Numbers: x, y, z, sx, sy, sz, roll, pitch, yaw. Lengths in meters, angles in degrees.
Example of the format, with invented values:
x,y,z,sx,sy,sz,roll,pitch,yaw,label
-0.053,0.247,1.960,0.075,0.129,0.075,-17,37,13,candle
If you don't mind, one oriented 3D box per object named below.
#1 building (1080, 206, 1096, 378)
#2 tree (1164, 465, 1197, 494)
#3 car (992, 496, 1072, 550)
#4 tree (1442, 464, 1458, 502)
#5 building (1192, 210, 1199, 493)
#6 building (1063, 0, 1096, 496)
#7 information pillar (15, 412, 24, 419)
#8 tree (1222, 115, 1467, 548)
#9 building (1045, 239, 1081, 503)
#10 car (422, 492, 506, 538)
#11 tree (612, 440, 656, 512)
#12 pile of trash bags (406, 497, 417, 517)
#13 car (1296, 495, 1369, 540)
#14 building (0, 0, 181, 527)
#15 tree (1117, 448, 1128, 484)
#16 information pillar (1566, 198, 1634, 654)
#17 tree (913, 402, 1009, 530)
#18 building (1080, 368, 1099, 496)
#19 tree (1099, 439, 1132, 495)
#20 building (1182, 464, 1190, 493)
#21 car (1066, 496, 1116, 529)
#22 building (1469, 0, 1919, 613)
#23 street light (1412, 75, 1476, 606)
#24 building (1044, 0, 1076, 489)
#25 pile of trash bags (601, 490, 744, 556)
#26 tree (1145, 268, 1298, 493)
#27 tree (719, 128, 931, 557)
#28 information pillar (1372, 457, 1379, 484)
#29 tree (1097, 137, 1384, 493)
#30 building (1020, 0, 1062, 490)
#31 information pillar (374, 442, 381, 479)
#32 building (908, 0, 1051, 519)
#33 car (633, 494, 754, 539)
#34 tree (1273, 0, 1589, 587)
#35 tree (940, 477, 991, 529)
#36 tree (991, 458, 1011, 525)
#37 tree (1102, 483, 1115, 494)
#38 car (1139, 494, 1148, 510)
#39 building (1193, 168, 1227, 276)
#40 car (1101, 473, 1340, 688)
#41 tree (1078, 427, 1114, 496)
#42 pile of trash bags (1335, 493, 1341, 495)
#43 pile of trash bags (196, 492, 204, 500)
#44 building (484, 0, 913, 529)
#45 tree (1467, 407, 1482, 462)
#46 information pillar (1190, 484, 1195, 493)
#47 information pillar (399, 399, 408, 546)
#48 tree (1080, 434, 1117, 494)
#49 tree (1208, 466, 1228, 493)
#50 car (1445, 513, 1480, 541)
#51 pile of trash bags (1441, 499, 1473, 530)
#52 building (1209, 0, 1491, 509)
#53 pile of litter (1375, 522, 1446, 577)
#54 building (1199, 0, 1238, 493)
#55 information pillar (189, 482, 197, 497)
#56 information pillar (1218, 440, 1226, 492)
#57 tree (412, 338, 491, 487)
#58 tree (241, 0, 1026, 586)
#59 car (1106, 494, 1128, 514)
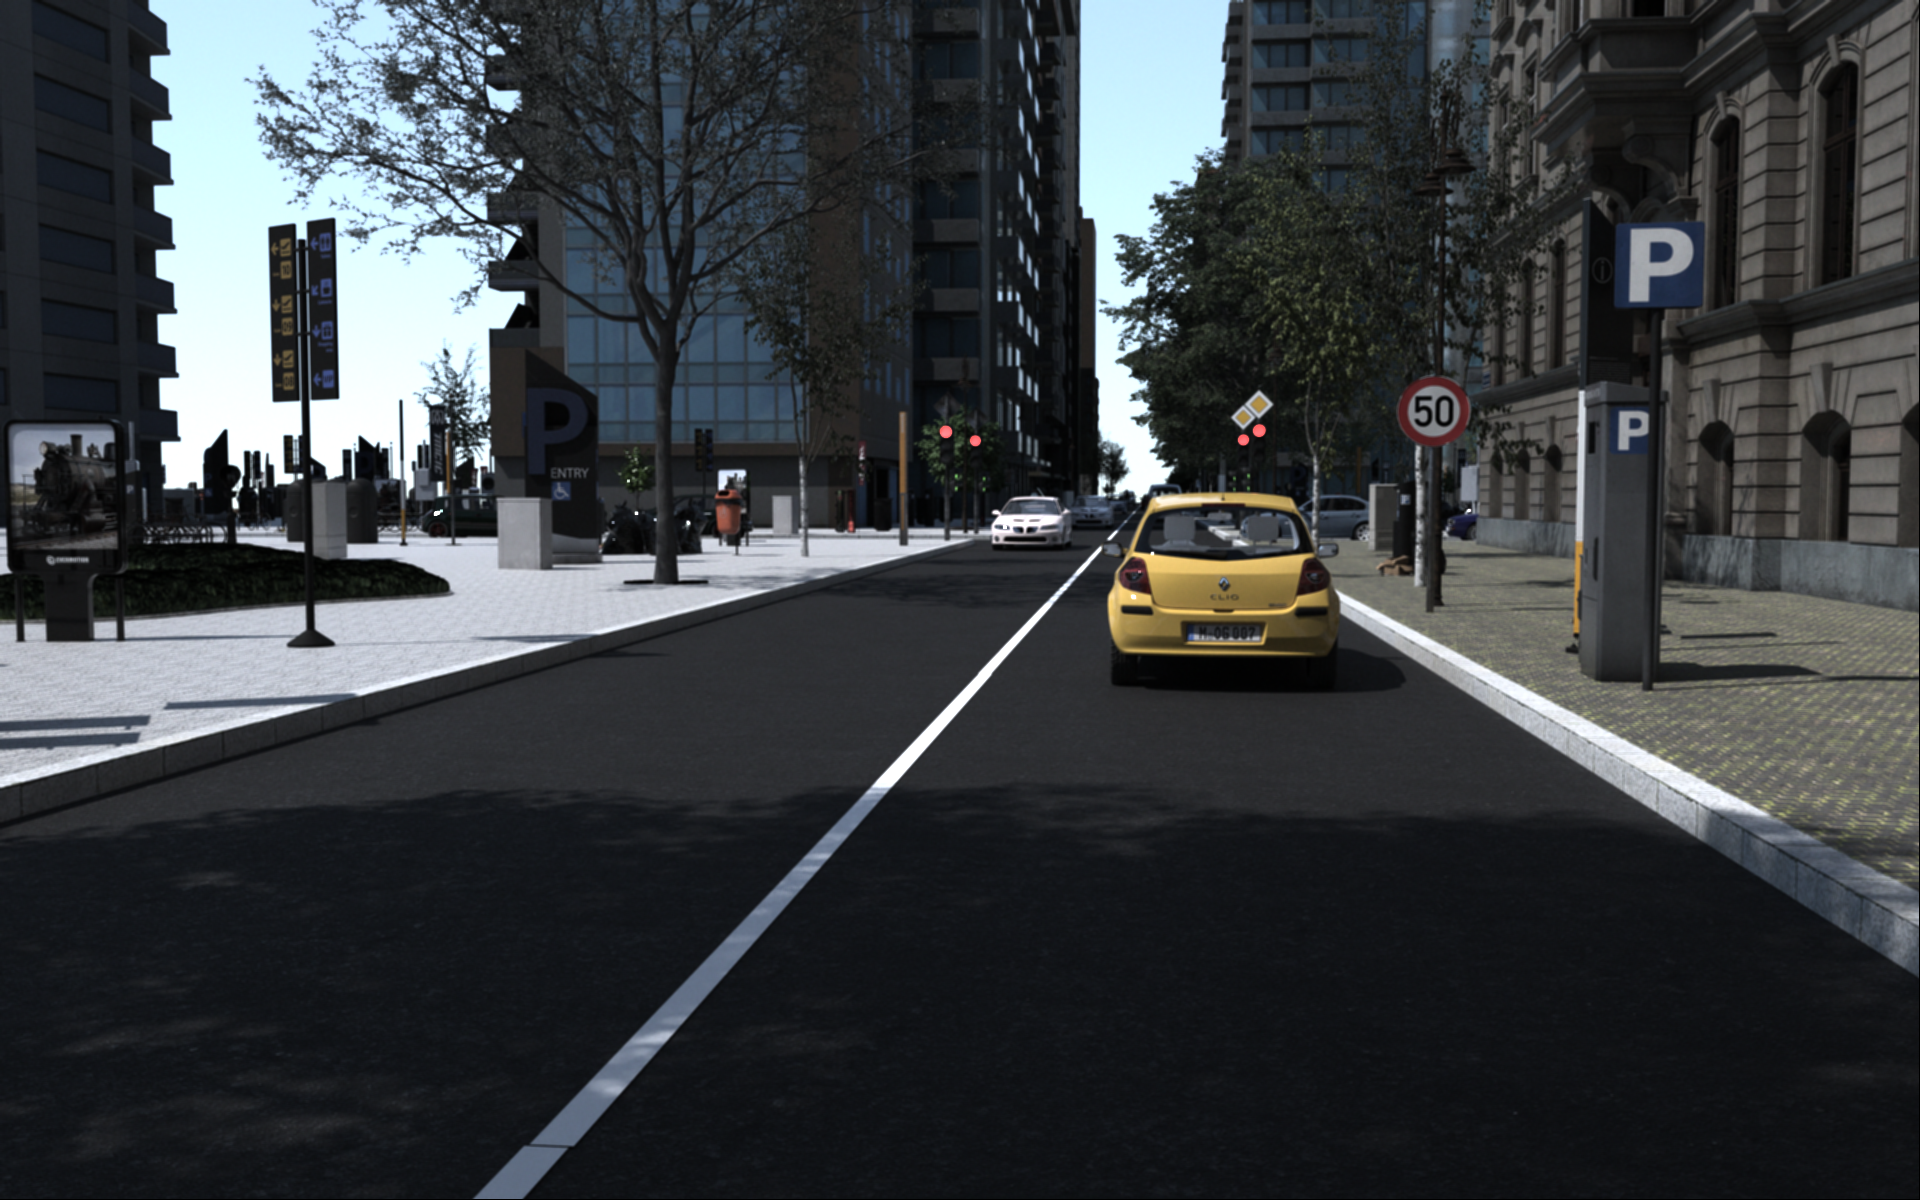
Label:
x,y,z,sx,sy,sz,roll,pitch,yaw,label
14.278,-38.108,273.181,14.600,45.320,14.200,0,4,6,building
25.060,-12.910,194.793,4.285,4.588,4.351,0,3,0,tree
1.940,-2.039,45.698,2.083,1.381,4.827,0,4,8,car
31.037,-7.047,109.811,1.663,3.219,1.824,0,3,0,tree
40.413,-34.626,249.735,14.154,41.232,14.086,0,4,6,building
7.433,-48.199,226.299,20.563,71.187,20.611,0,4,6,building
-26.685,-3.551,49.407,0.504,3.616,0.183,1,4,16,information pillar
7.407,-5.154,34.636,4.737,8.622,4.395,0,3,0,tree
6.259,-25.909,195.309,14.160,30.474,14.107,0,4,6,building
-14.145,-2.607,52.415,4.222,1.686,2.009,0,4,5,car
-11.401,-4.086,61.413,1.663,3.219,1.824,0,3,0,tree
-31.526,-5.224,95.166,3.447,1.369,1.912,1,4,16,pile of trash bags
10.514,-2.369,50.741,4.499,1.417,2.014,0,4,7,car
-50.763,-32.507,73.490,28.212,58.520,21.231,0,4,6,building
23.932,-19.530,269.673,4.737,8.622,4.395,0,3,0,tree
5.168,-1.380,13.913,0.504,3.616,0.183,-1,4,-22,information pillar
0.063,-4.778,61.833,4.285,4.588,4.351,0,3,0,tree
6.052,-24.962,253.172,27.650,21.520,28.899,0,4,6,building
24.848,-21.606,287.662,8.767,10.594,7.601,3,5,42,tree
42.726,-31.091,280.030,14.160,30.474,14.107,0,4,6,building
5.521,-3.705,72.931,2.083,1.381,4.827,0,4,7,car
16.415,-12.656,26.005,14.460,24.649,34.723,0,4,6,building
5.467,-2.870,19.708,0.468,5.910,1.993,0,4,6,street light
-3.274,-35.800,174.573,28.713,52.752,27.495,0,4,6,building
-5.993,-1.653,36.787,3.447,1.369,1.912,2,4,32,pile of trash bags
12.752,-10.279,86.192,7.486,12.596,7.792,0,3,0,tree
-2.990,-5.178,35.023,4.360,8.622,3.978,0,3,0,tree
26.145,-7.193,108.961,0.504,3.616,0.183,3,5,43,information pillar
10.078,-9.483,61.699,9.857,13.997,8.962,0,3,0,tree
-2.917,-30.083,146.479,22.147,44.769,28.867,0,4,6,building
-25.916,-5.242,77.067,0.183,3.616,0.504,0,4,5,information pillar
-6.999,-29.473,101.484,23.786,49.044,30.456,0,4,6,building
-8.483,-2.677,53.550,4.222,1.686,2.009,0,4,8,car
6.340,-4.477,23.556,4.360,8.622,3.978,0,3,0,tree
0.087,-4.284,64.638,1.663,3.219,1.824,0,3,0,tree
1.005,-4.791,72.934,1.663,3.219,1.824,0,3,0,tree
21.640,-15.936,255.147,1.663,3.219,1.824,0,3,0,tree
17.635,-9.225,159.873,2.155,1.783,4.494,0,4,7,car
41.885,-35.056,227.789,22.147,44.769,28.867,0,4,6,building
2.148,-0.251,14.320,2.015,1.641,3.980,0,4,8,car
14.781,-14.598,189.039,4.360,8.622,3.978,0,3,0,tree
26.478,-6.701,119.315,1.912,1.369,3.447,0,4,-7,pile of trash bags
-42.820,-5.288,96.213,3.447,1.369,1.912,2,4,30,pile of trash bags
-9.743,-25.669,69.796,14.600,45.320,14.200,0,4,6,building
37.246,-10.486,121.805,4.737,8.622,4.395,0,3,0,tree
16.297,-7.144,121.289,0.304,2.012,0.304,1,4,11,information pillar
-13.887,-3.166,43.120,0.183,3.616,0.504,-1,4,-19,information pillar
15.856,-15.665,206.479,4.737,8.622,4.395,0,3,0,tree
19.140,-11.104,131.917,4.360,8.622,3.978,0,3,0,tree
15.964,-2.267,49.640,3.894,1.354,1.945,1,4,8,car
17.350,-3.181,61.758,1.912,1.369,3.447,-2,4,-34,pile of trash bags
34.759,-32.742,154.944,23.786,49.044,30.456,0,4,6,building
7.165,-0.839,27.680,1.719,0.858,1.176,-3,5,-45,pile of litter
37.465,-53.314,184.359,22.319,86.520,31.000,0,4,6,building
-46.594,-6.165,105.290,0.304,2.012,0.304,1,4,17,information pillar
11.252,-5.084,74.486,0.183,3.616,0.504,3,5,40,information pillar
-23.757,-8.082,82.510,4.737,8.622,4.395,0,3,0,tree
-4.243,-6.981,24.517,12.009,13.543,11.850,0,3,0,tree
11.196,-6.943,125.526,2.014,1.417,4.499,0,4,8,car
